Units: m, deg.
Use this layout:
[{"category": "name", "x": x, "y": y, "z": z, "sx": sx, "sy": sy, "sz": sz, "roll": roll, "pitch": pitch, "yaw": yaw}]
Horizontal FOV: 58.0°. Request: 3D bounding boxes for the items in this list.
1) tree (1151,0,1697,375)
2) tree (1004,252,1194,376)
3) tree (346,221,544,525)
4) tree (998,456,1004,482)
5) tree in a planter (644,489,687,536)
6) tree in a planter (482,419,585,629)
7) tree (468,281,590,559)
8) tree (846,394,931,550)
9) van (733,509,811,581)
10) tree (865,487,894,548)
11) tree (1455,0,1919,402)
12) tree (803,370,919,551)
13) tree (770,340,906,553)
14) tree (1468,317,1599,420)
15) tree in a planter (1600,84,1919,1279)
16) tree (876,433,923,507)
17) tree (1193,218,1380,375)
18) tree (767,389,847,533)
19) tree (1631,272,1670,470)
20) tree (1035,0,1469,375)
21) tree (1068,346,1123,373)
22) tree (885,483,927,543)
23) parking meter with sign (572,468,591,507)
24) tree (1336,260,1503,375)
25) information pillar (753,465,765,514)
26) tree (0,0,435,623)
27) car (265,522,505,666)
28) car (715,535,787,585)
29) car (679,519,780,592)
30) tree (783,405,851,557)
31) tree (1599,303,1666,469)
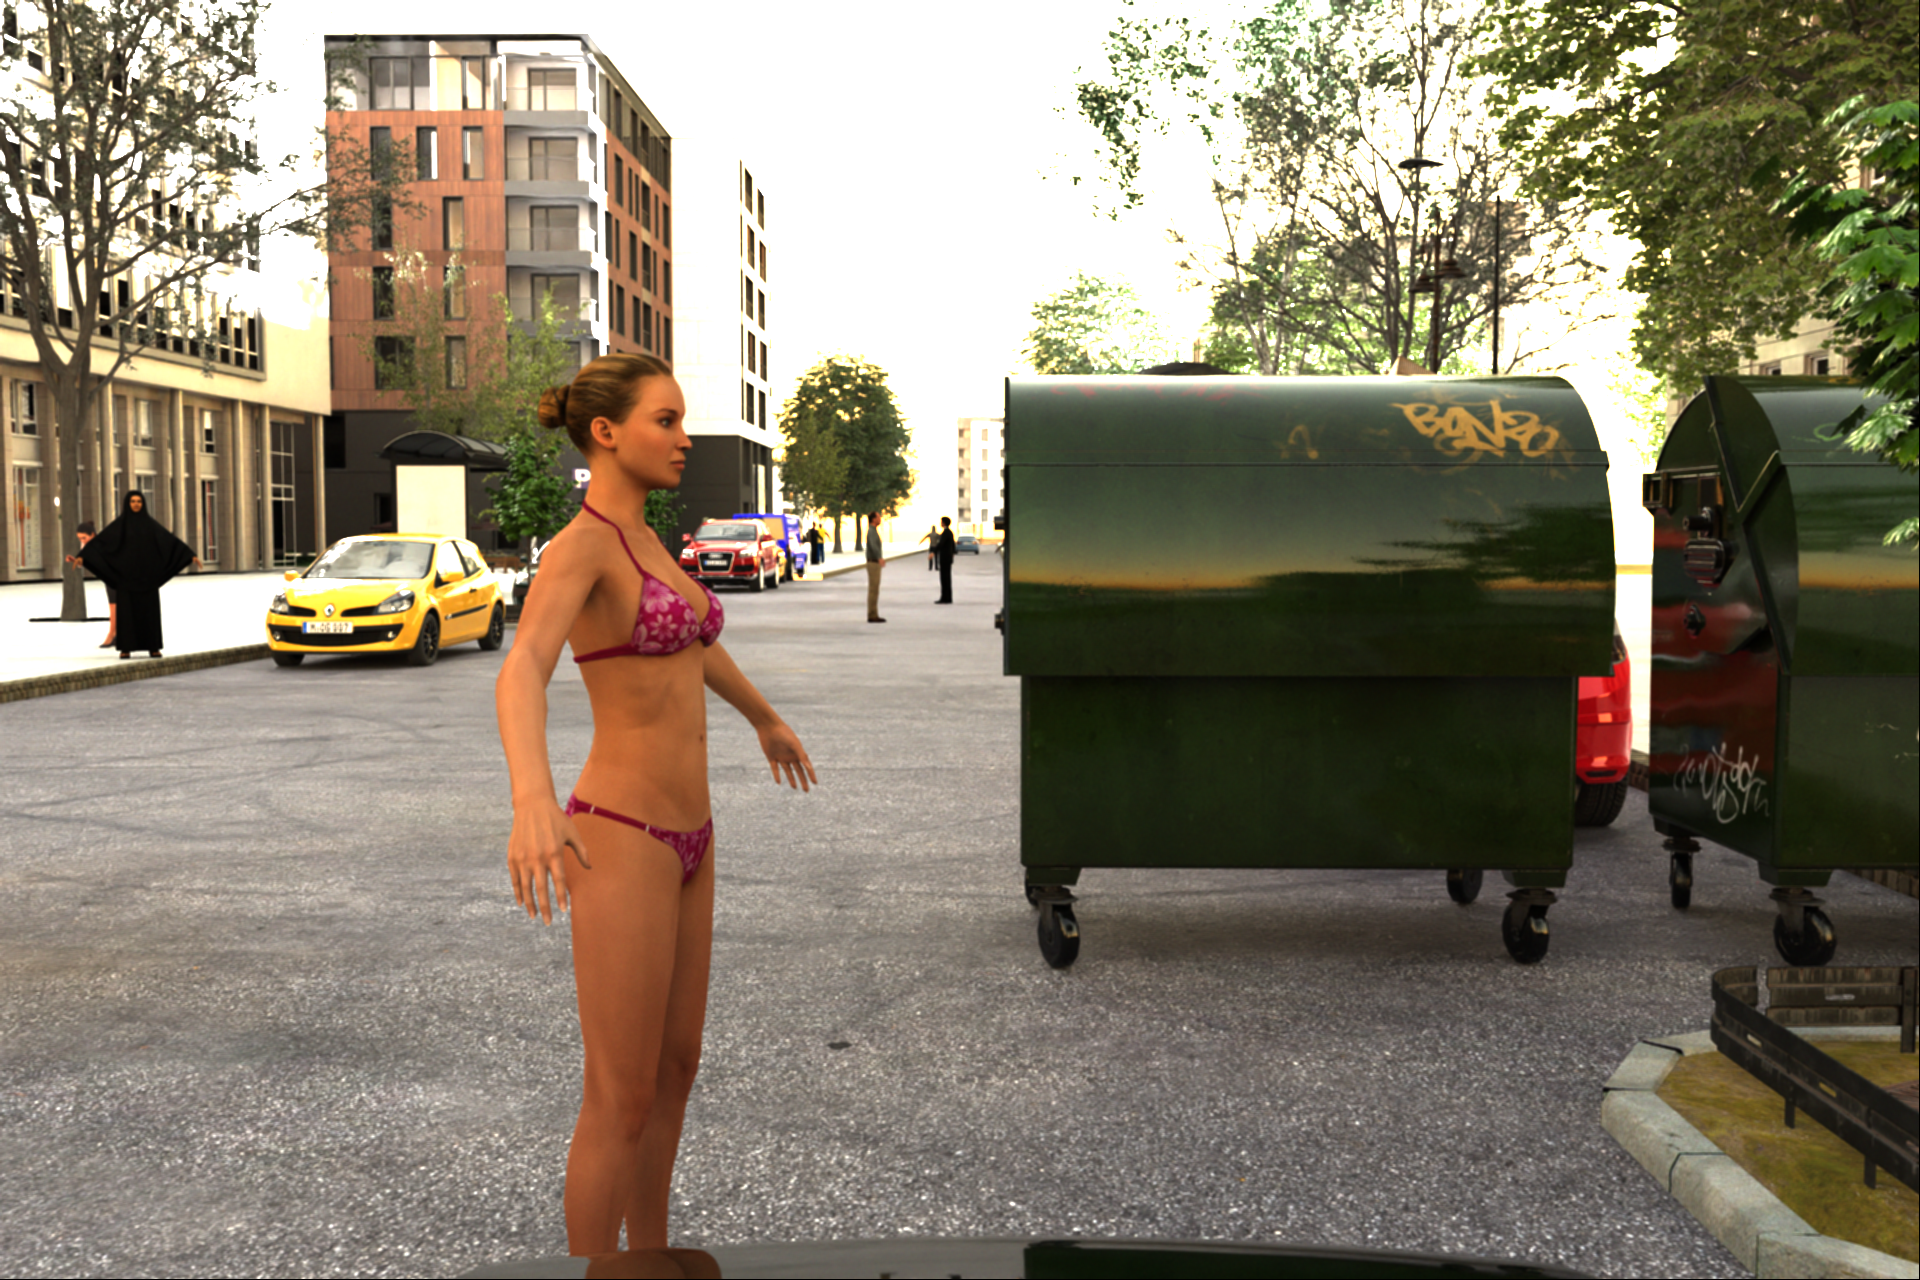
[{"category": "tree", "x": 8.910, "y": -7.559, "z": 33.956, "sx": 12.009, "sy": 13.543, "sz": 11.850, "roll": 0, "pitch": 3, "yaw": 0}, {"category": "tree", "x": 6.857, "y": -10.512, "z": 78.532, "sx": 9.857, "sy": 13.997, "sz": 8.962, "roll": 0, "pitch": 3, "yaw": 0}, {"category": "tree", "x": -12.943, "y": -5.589, "z": 41.742, "sx": 4.360, "sy": 8.622, "sz": 3.978, "roll": 0, "pitch": 3, "yaw": 0}, {"category": "tree", "x": 8.553, "y": -15.327, "z": 160.963, "sx": 12.009, "sy": 13.543, "sz": 11.850, "roll": 0, "pitch": 3, "yaw": 0}, {"category": "tree in a planter", "x": -6.581, "y": -2.333, "z": 35.371, "sx": 1.991, "sy": 3.239, "sz": 1.994, "roll": 0, "pitch": 4, "yaw": 1}, {"category": "tree in a planter", "x": -6.722, "y": -1.817, "z": 26.935, "sx": 1.991, "sy": 3.239, "sz": 1.994, "roll": 0, "pitch": 4, "yaw": 2}, {"category": "tree", "x": -12.589, "y": -6.155, "z": 50.994, "sx": 4.737, "sy": 8.622, "sz": 4.395, "roll": 0, "pitch": 3, "yaw": 0}, {"category": "tree", "x": -7.437, "y": -14.135, "z": 141.482, "sx": 12.009, "sy": 13.543, "sz": 11.850, "roll": 0, "pitch": 3, "yaw": 0}, {"category": "van", "x": -6.004, "y": -3.078, "z": 54.716, "sx": 2.240, "sy": 2.365, "sz": 5.245, "roll": 0, "pitch": 4, "yaw": 1}, {"category": "tree", "x": -7.095, "y": -12.823, "z": 160.011, "sx": 4.360, "sy": 8.622, "sz": 3.978, "roll": 0, "pitch": 3, "yaw": 0}, {"category": "tree", "x": 7.847, "y": -5.919, "z": 14.900, "sx": 7.486, "sy": 12.596, "sz": 7.792, "roll": 0, "pitch": 3, "yaw": 0}, {"category": "tree", "x": -7.685, "y": -13.640, "z": 129.674, "sx": 9.857, "sy": 13.997, "sz": 8.962, "roll": 0, "pitch": 3, "yaw": 0}, {"category": "tree", "x": -8.098, "y": -12.774, "z": 115.515, "sx": 9.857, "sy": 13.997, "sz": 8.962, "roll": 0, "pitch": 3, "yaw": 0}, {"category": "tree", "x": 18.729, "y": -6.625, "z": 58.686, "sx": 4.360, "sy": 8.622, "sz": 3.978, "roll": 0, "pitch": 3, "yaw": 0}, {"category": "tree in a planter", "x": 2.535, "y": -0.396, "z": 3.692, "sx": 1.991, "sy": 3.239, "sz": 1.994, "roll": 0, "pitch": 4, "yaw": 1}, {"category": "tree", "x": -7.400, "y": -13.861, "z": 152.378, "sx": 9.928, "sy": 11.665, "sz": 9.643, "roll": 0, "pitch": 3, "yaw": 0}, {"category": "tree", "x": 11.669, "y": -8.860, "z": 62.990, "sx": 7.486, "sy": 12.596, "sz": 7.792, "roll": 0, "pitch": 3, "yaw": 0}, {"category": "tree", "x": -8.245, "y": -8.455, "z": 88.606, "sx": 4.360, "sy": 8.622, "sz": 3.978, "roll": 0, "pitch": 3, "yaw": 0}, {"category": "tree", "x": 26.305, "y": -8.610, "z": 58.898, "sx": 7.486, "sy": 12.596, "sz": 7.792, "roll": 0, "pitch": 3, "yaw": 0}, {"category": "tree", "x": 8.535, "y": -11.836, "z": 49.401, "sx": 12.611, "sy": 20.169, "sz": 13.585, "roll": 0, "pitch": 3, "yaw": 0}, {"category": "tree", "x": 7.572, "y": -10.439, "z": 96.434, "sx": 9.928, "sy": 11.665, "sz": 9.643, "roll": 0, "pitch": 3, "yaw": 0}, {"category": "tree", "x": -9.960, "y": -20.544, "z": 246.261, "sx": 12.009, "sy": 13.543, "sz": 11.850, "roll": 0, "pitch": 3, "yaw": 0}, {"category": "parking meter with sign", "x": -9.977, "y": -3.089, "z": 46.771, "sx": 0.543, "sy": 3.016, "sz": 1.738, "roll": 0, "pitch": 4, "yaw": 1}, {"category": "tree", "x": 18.907, "y": -9.438, "z": 72.438, "sx": 7.486, "sy": 12.596, "sz": 7.792, "roll": 0, "pitch": 3, "yaw": 0}, {"category": "information pillar", "x": -6.871, "y": -4.158, "z": 59.294, "sx": 0.184, "sy": 3.620, "sz": 1.656, "roll": 0, "pitch": 4, "yaw": 1}, {"category": "tree", "x": -13.109, "y": -7.026, "z": 25.253, "sx": 12.009, "sy": 13.543, "sz": 11.850, "roll": 0, "pitch": 3, "yaw": 0}, {"category": "car", "x": -6.564, "y": -0.598, "z": 20.009, "sx": 2.015, "sy": 1.641, "sz": 3.980, "roll": 0, "pitch": 4, "yaw": 1}, {"category": "car", "x": -6.011, "y": -2.415, "z": 49.715, "sx": 2.015, "sy": 1.641, "sz": 3.980, "roll": 0, "pitch": 4, "yaw": 1}, {"category": "car", "x": -5.845, "y": -2.179, "z": 44.294, "sx": 2.281, "sy": 1.827, "sz": 5.304, "roll": 0, "pitch": 4, "yaw": 1}, {"category": "tree", "x": -7.959, "y": -9.063, "z": 98.548, "sx": 4.737, "sy": 8.622, "sz": 4.395, "roll": 0, "pitch": 3, "yaw": 0}, {"category": "tree", "x": 29.003, "y": -8.728, "z": 68.461, "sx": 9.928, "sy": 11.665, "sz": 9.643, "roll": 0, "pitch": 3, "yaw": 0}]
